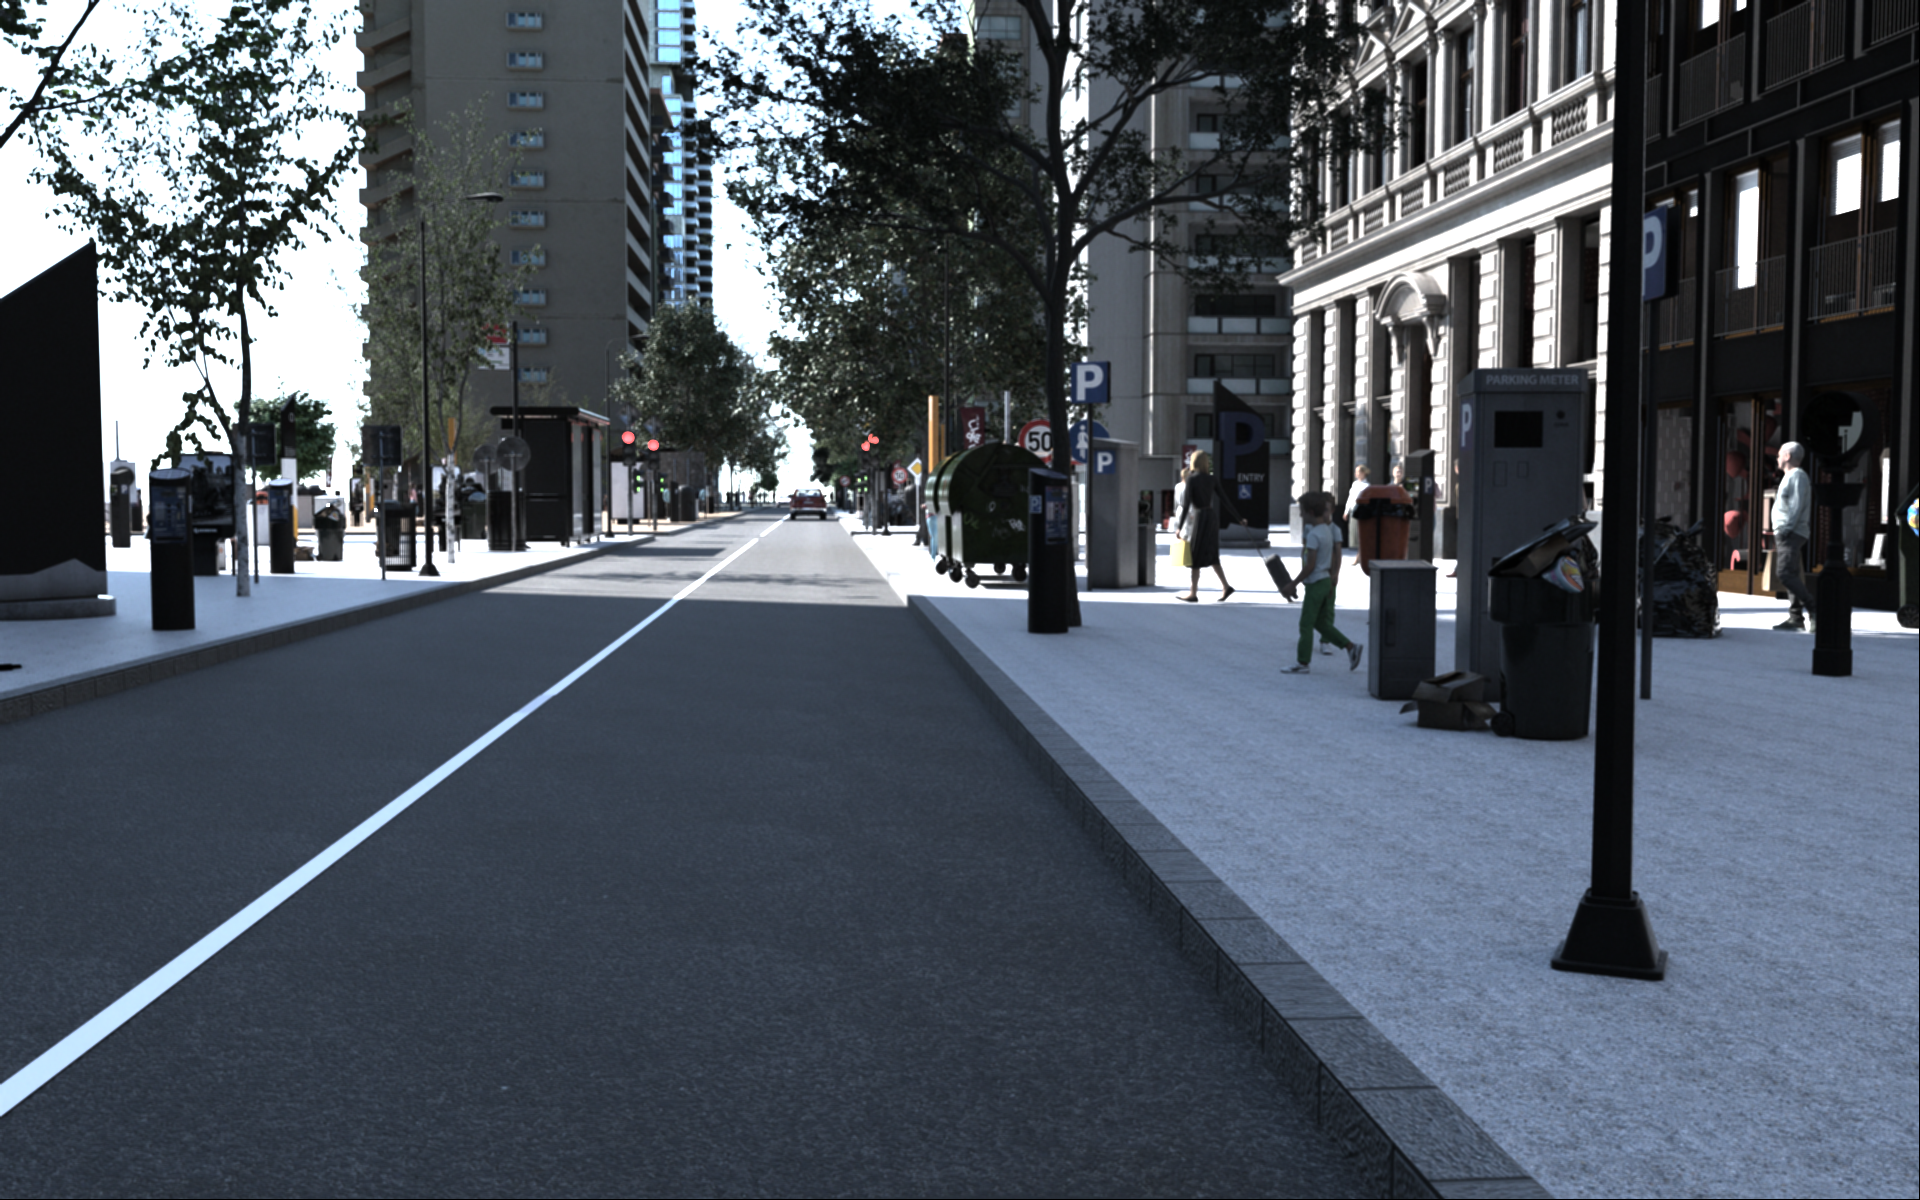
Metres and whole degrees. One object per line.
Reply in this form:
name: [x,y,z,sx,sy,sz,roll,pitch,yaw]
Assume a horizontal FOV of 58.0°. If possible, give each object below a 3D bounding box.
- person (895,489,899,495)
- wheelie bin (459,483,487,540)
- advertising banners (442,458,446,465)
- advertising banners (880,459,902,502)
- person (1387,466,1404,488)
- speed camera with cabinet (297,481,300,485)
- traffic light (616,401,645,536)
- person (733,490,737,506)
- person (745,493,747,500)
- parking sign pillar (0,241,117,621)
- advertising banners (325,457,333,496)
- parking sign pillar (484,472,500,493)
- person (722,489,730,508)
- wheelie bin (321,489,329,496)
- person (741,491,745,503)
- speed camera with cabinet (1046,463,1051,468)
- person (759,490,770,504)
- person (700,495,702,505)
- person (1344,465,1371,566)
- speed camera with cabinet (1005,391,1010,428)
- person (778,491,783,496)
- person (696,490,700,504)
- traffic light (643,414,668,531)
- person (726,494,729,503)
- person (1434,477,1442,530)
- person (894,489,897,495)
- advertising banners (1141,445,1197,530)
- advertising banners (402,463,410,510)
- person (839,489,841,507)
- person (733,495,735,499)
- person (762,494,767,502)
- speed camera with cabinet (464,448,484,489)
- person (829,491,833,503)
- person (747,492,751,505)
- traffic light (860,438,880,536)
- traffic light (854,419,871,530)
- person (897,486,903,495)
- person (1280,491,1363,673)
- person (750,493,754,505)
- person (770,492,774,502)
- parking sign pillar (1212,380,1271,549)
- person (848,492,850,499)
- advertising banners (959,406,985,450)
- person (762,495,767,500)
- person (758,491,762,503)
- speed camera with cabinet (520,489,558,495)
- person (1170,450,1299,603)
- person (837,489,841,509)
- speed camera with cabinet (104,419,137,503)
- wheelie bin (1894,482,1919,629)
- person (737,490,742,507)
person: [-5.675,-9.378,160.178,0.445,1.727,0.742,3,5,39]
wheelie bin: [-13.708,-2.497,48.730,0.980,1.594,0.693,1,4,21]
advertising banners: [-25.433,-5.395,84.388,0.090,3.025,2.074,-3,4,-39]
advertising banners: [-3.810,-5.548,86.897,2.074,3.025,0.090,-2,4,-34]
person: [7.630,-1.455,30.246,0.576,1.772,0.534,1,4,16]
speed camera with cabinet: [-32.973,-5.484,83.993,0.660,3.252,2.038,2,4,23]
traffic light: [-9.989,-3.888,52.482,0.839,4.253,0.868,0,4,-5]
person: [-24.463,-11.107,188.086,0.568,1.767,0.683,0,4,3]
person: [-33.906,-16.144,273.221,0.599,1.433,0.991,2,4,32]
parking sign pillar: [-9.676,-1.812,18.102,1.447,3.967,1.447,2,4,27]
advertising banners: [-29.979,-5.171,80.727,2.074,3.025,0.090,2,4,24]
parking sign pillar: [-31.383,-7.830,116.492,1.447,3.967,1.447,0,4,-5]
person: [-21.446,-9.396,160.382,1.217,1.735,0.721,0,4,1]
wheelie bin: [-41.609,-6.422,112.903,0.980,1.594,0.693,0,4,-7]
person: [-29.918,-14.189,238.693,0.621,1.740,0.551,0,4,4]
speed camera with cabinet: [1.786,-3.489,51.379,0.660,3.252,2.038,-3,5,-41]
person: [-25.027,-13.188,221.754,1.350,1.814,0.705,-1,4,-10]
person: [-29.416,-11.629,196.879,1.217,1.736,0.721,-1,4,-22]
person: [7.204,-1.510,30.956,0.641,1.798,0.478,-1,4,-19]
speed camera with cabinet: [0.976,-2.341,32.618,0.660,3.252,2.038,1,4,10]
person: [-29.679,-17.058,285.654,1.217,1.735,0.721,2,4,25]
person: [-27.210,-10.568,179.749,0.541,1.710,0.530,0,4,4]
traffic light: [-10.643,-4.374,60.440,0.839,4.253,0.868,0,4,-5]
person: [-32.201,-14.287,240.161,0.617,1.759,0.750,-2,4,-26]
person: [7.320,-1.289,27.707,0.593,1.750,0.643,-1,4,-15]
person: [-6.046,-9.634,163.555,1.348,1.824,0.705,-1,4,-14]
advertising banners: [7.382,-4.003,61.639,2.074,3.025,0.090,0,4,8]
advertising banners: [-30.628,-6.099,95.908,0.090,3.025,2.074,0,4,-6]
person: [-11.221,-9.609,163.884,0.721,1.736,1.217,2,4,25]
person: [-36.504,-16.843,281.983,0.990,1.755,0.434,0,4,2]
person: [-30.993,-16.428,274.739,1.348,1.812,0.705,2,4,23]
speed camera with cabinet: [-21.566,-4.933,74.992,2.038,3.252,0.660,2,4,26]
person: [-17.923,-14.372,241.581,0.434,1.755,0.990,-3,5,-44]
person: [-25.115,-12.154,205.705,0.436,1.711,0.756,-2,4,-31]
traffic light: [-2.654,-3.925,53.099,0.839,4.253,0.868,0,4,-5]
traffic light: [-3.308,-4.412,61.057,0.839,4.253,0.868,0,4,-5]
person: [-3.682,-6.351,109.986,0.694,1.812,0.767,2,4,33]
person: [2.594,-0.128,12.388,0.590,1.304,0.306,0,4,5]
person: [-24.943,-12.348,208.063,1.348,1.807,0.705,2,4,25]
person: [-30.674,-16.942,283.731,1.217,1.739,0.721,2,4,35]
parking sign pillar: [6.678,-3.222,41.148,1.447,3.967,1.447,-1,4,-17]
person: [-18.304,-16.997,284.764,1.217,1.723,0.721,-2,4,-24]
advertising banners: [1.013,-2.349,34.591,2.074,3.025,0.090,0,4,7]
person: [-30.806,-16.316,273.353,0.990,1.755,0.434,3,5,40]
person: [-28.453,-14.636,245.894,0.434,1.755,0.990,2,4,35]
speed camera with cabinet: [-12.429,-3.473,51.117,2.038,3.252,0.660,2,4,28]
person: [3.250,-0.871,20.508,1.509,1.804,0.699,0,4,8]
person: [-10.593,-8.905,152.341,0.721,1.736,1.217,0,4,2]
speed camera with cabinet: [-22.735,-3.123,45.393,2.038,3.252,0.660,-3,5,-42]
wheelie bin: [9.387,-0.532,16.611,0.693,1.594,0.980,2,4,35]
person: [-21.707,-10.023,170.724,0.742,1.727,0.445,2,4,24]
